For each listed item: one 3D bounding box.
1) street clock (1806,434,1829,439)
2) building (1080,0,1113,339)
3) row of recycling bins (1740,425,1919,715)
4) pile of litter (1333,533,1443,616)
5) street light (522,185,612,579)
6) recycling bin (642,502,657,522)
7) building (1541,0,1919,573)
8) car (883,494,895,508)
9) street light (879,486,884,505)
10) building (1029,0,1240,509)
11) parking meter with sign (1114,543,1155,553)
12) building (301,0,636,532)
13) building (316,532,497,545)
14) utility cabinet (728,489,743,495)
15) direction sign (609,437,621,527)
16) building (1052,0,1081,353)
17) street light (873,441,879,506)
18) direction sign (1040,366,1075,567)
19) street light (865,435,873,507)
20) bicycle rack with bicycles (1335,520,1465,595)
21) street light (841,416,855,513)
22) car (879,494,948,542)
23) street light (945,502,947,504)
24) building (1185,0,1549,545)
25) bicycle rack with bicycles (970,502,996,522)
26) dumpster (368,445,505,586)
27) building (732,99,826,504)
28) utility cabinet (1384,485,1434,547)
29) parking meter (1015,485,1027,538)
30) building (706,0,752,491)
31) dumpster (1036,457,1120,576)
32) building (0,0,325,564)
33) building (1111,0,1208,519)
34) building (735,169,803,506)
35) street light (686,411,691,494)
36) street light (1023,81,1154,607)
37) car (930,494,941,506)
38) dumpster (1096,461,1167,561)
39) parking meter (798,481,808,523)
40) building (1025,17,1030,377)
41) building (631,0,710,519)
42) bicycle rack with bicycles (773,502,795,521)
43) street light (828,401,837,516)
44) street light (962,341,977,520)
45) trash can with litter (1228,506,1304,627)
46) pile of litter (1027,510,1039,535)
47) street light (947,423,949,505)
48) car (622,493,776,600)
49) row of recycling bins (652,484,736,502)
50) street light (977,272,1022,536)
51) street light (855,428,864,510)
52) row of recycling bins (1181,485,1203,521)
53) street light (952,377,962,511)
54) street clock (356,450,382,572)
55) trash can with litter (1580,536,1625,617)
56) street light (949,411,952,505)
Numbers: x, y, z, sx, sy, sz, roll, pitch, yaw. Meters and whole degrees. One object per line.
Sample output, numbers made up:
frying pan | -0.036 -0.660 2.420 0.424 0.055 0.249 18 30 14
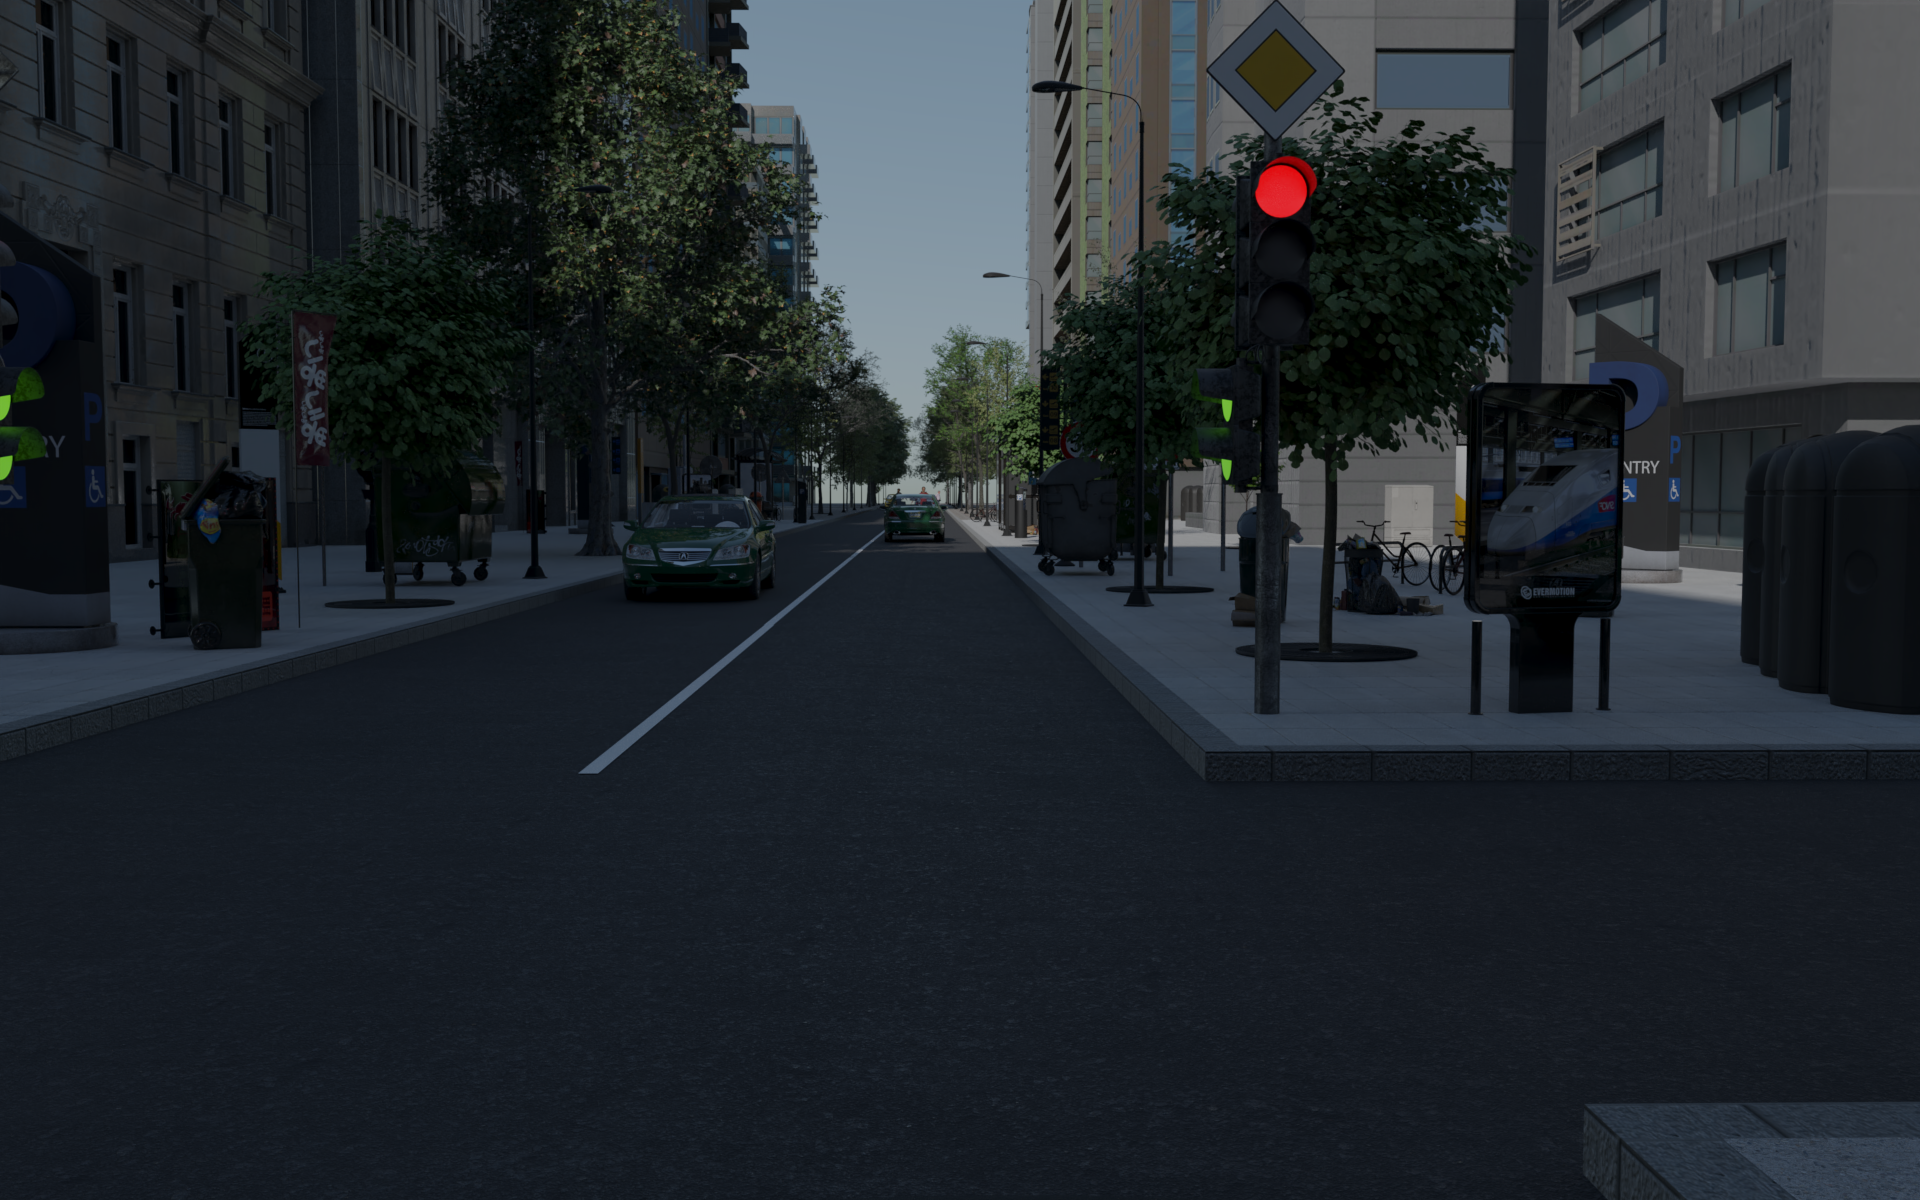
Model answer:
street clock | 10.405 -1.002 20.955 0.471 2.002 0.358 3 5 45
building | 15.510 -26.972 124.583 14.154 41.232 14.086 0 4 -1
row of recycling bins | 5.995 -0.279 11.681 1.069 1.692 3.534 1 4 14
pile of litter | 4.603 -0.306 18.971 1.176 0.858 1.719 0 4 -6
street light | -5.918 -3.279 26.145 1.470 5.913 1.316 0 4 -1
recycling bin | -9.101 -2.424 52.192 0.722 1.027 0.722 -3 5 -42
building | 18.652 -21.003 26.996 14.086 41.232 14.154 0 4 -1
car | -6.542 -9.850 171.278 2.015 1.641 3.980 0 4 0
street light | -8.369 -12.072 169.914 1.470 5.913 1.316 0 4 -1
building | 18.422 -40.144 198.355 21.231 58.520 28.212 0 4 -1
parking meter with sign | 3.710 -2.580 38.436 0.543 3.016 1.738 -2 4 -32
building | -21.364 -15.545 72.185 12.078 24.808 19.932 0 4 -1
building | -20.993 -14.329 52.294 12.078 24.808 19.932 0 4 -1
utility cabinet | -9.024 -3.729 69.643 0.318 1.500 1.173 0 4 7
direction sign | -13.813 -4.666 68.285 0.876 3.537 0.379 0 4 -8
building | 18.997 -31.714 142.233 21.300 48.544 21.600 0 4 -1
street light | -8.152 -11.026 152.809 1.470 5.913 1.316 0 4 -1
direction sign | 1.862 -2.369 30.724 0.876 3.537 0.379 0 4 -3
street light | -7.790 -10.024 136.434 1.470 5.913 1.316 0 4 -1
bicycle rack with bicycles | 6.449 -0.616 23.452 2.925 0.926 2.852 -3 5 -40
street light | -7.214 -8.012 103.542 1.470 5.913 1.316 0 4 -1
car | -1.419 -2.534 53.231 2.131 1.459 4.920 0 4 -2
street light | -0.120 -8.547 112.276 1.470 5.913 1.316 0 4 -1
building | 18.717 -31.421 55.728 21.231 58.520 28.212 0 4 -1
bicycle rack with bicycles | 2.166 -4.047 79.558 2.925 0.926 2.852 1 4 17
dumpster | -7.477 -1.361 24.745 1.502 2.255 1.985 0 4 -1
building | -29.118 -36.445 215.487 23.786 49.044 30.456 0 4 -1
utility cabinet | 10.791 -2.014 41.608 1.173 1.500 0.318 -1 4 -20
parking meter | 1.774 -2.566 50.363 0.372 1.533 0.369 0 3 0
building | -27.297 -28.937 127.752 22.147 44.769 28.867 0 4 -1
dumpster | 1.894 -1.349 27.809 1.264 1.857 1.865 0 4 -1
building | -21.308 -14.218 29.731 12.463 27.353 25.104 0 4 -1
building | 16.067 -27.275 96.054 14.600 45.320 14.200 0 4 -1
building | -33.653 -30.324 187.679 32.217 40.220 23.993 0 4 -1
street light | -6.306 -4.346 43.596 1.470 5.913 1.316 0 4 -1
street light | 1.507 -2.881 19.646 1.470 5.913 1.316 0 4 -1
car | -2.362 -6.846 123.929 2.014 1.417 4.499 0 4 0
dumpster | 3.334 -1.924 33.955 1.502 2.255 1.985 0 4 -1
parking meter | -6.869 -4.278 75.648 0.399 1.863 0.255 0 4 1
building | 17.523 -55.940 227.292 22.319 86.520 31.000 0 4 -1
building | -23.247 -27.866 105.723 14.600 45.320 14.200 0 4 -1
bicycle rack with bicycles | -8.520 -4.254 82.928 2.852 0.926 2.925 0 4 -6
street light | -6.883 -6.982 86.693 1.470 5.913 1.316 0 4 -1
street light | 0.895 -4.899 52.639 1.470 5.913 1.316 0 4 -1
trash can with litter | 3.004 -0.347 17.062 0.624 1.170 1.055 1 4 19
pile of litter | 2.518 -2.488 54.638 1.719 0.858 1.176 0 4 -3
street light | 0.146 -7.553 96.035 1.470 5.913 1.316 0 4 -1
car | -3.687 -0.808 25.010 2.131 1.459 4.920 0 4 -2
row of recycling bins | -11.071 -3.991 72.362 3.534 1.692 1.069 -1 4 -11
street light | 1.174 -3.906 36.397 1.470 5.913 1.316 0 4 -1
street light | -7.537 -9.031 120.192 1.470 5.913 1.316 0 4 -1
row of recycling bins | 11.419 -4.541 81.358 1.069 1.692 3.534 -1 4 -21
street light | 0.542 -5.892 68.879 1.470 5.913 1.316 0 4 -1
street clock | -9.646 -1.460 28.434 0.471 2.002 0.358 1 4 17
trash can with litter | 6.454 -0.422 18.293 0.624 1.170 1.055 -2 4 -32
street light | 0.305 -6.886 85.121 1.470 5.913 1.316 0 4 -1
